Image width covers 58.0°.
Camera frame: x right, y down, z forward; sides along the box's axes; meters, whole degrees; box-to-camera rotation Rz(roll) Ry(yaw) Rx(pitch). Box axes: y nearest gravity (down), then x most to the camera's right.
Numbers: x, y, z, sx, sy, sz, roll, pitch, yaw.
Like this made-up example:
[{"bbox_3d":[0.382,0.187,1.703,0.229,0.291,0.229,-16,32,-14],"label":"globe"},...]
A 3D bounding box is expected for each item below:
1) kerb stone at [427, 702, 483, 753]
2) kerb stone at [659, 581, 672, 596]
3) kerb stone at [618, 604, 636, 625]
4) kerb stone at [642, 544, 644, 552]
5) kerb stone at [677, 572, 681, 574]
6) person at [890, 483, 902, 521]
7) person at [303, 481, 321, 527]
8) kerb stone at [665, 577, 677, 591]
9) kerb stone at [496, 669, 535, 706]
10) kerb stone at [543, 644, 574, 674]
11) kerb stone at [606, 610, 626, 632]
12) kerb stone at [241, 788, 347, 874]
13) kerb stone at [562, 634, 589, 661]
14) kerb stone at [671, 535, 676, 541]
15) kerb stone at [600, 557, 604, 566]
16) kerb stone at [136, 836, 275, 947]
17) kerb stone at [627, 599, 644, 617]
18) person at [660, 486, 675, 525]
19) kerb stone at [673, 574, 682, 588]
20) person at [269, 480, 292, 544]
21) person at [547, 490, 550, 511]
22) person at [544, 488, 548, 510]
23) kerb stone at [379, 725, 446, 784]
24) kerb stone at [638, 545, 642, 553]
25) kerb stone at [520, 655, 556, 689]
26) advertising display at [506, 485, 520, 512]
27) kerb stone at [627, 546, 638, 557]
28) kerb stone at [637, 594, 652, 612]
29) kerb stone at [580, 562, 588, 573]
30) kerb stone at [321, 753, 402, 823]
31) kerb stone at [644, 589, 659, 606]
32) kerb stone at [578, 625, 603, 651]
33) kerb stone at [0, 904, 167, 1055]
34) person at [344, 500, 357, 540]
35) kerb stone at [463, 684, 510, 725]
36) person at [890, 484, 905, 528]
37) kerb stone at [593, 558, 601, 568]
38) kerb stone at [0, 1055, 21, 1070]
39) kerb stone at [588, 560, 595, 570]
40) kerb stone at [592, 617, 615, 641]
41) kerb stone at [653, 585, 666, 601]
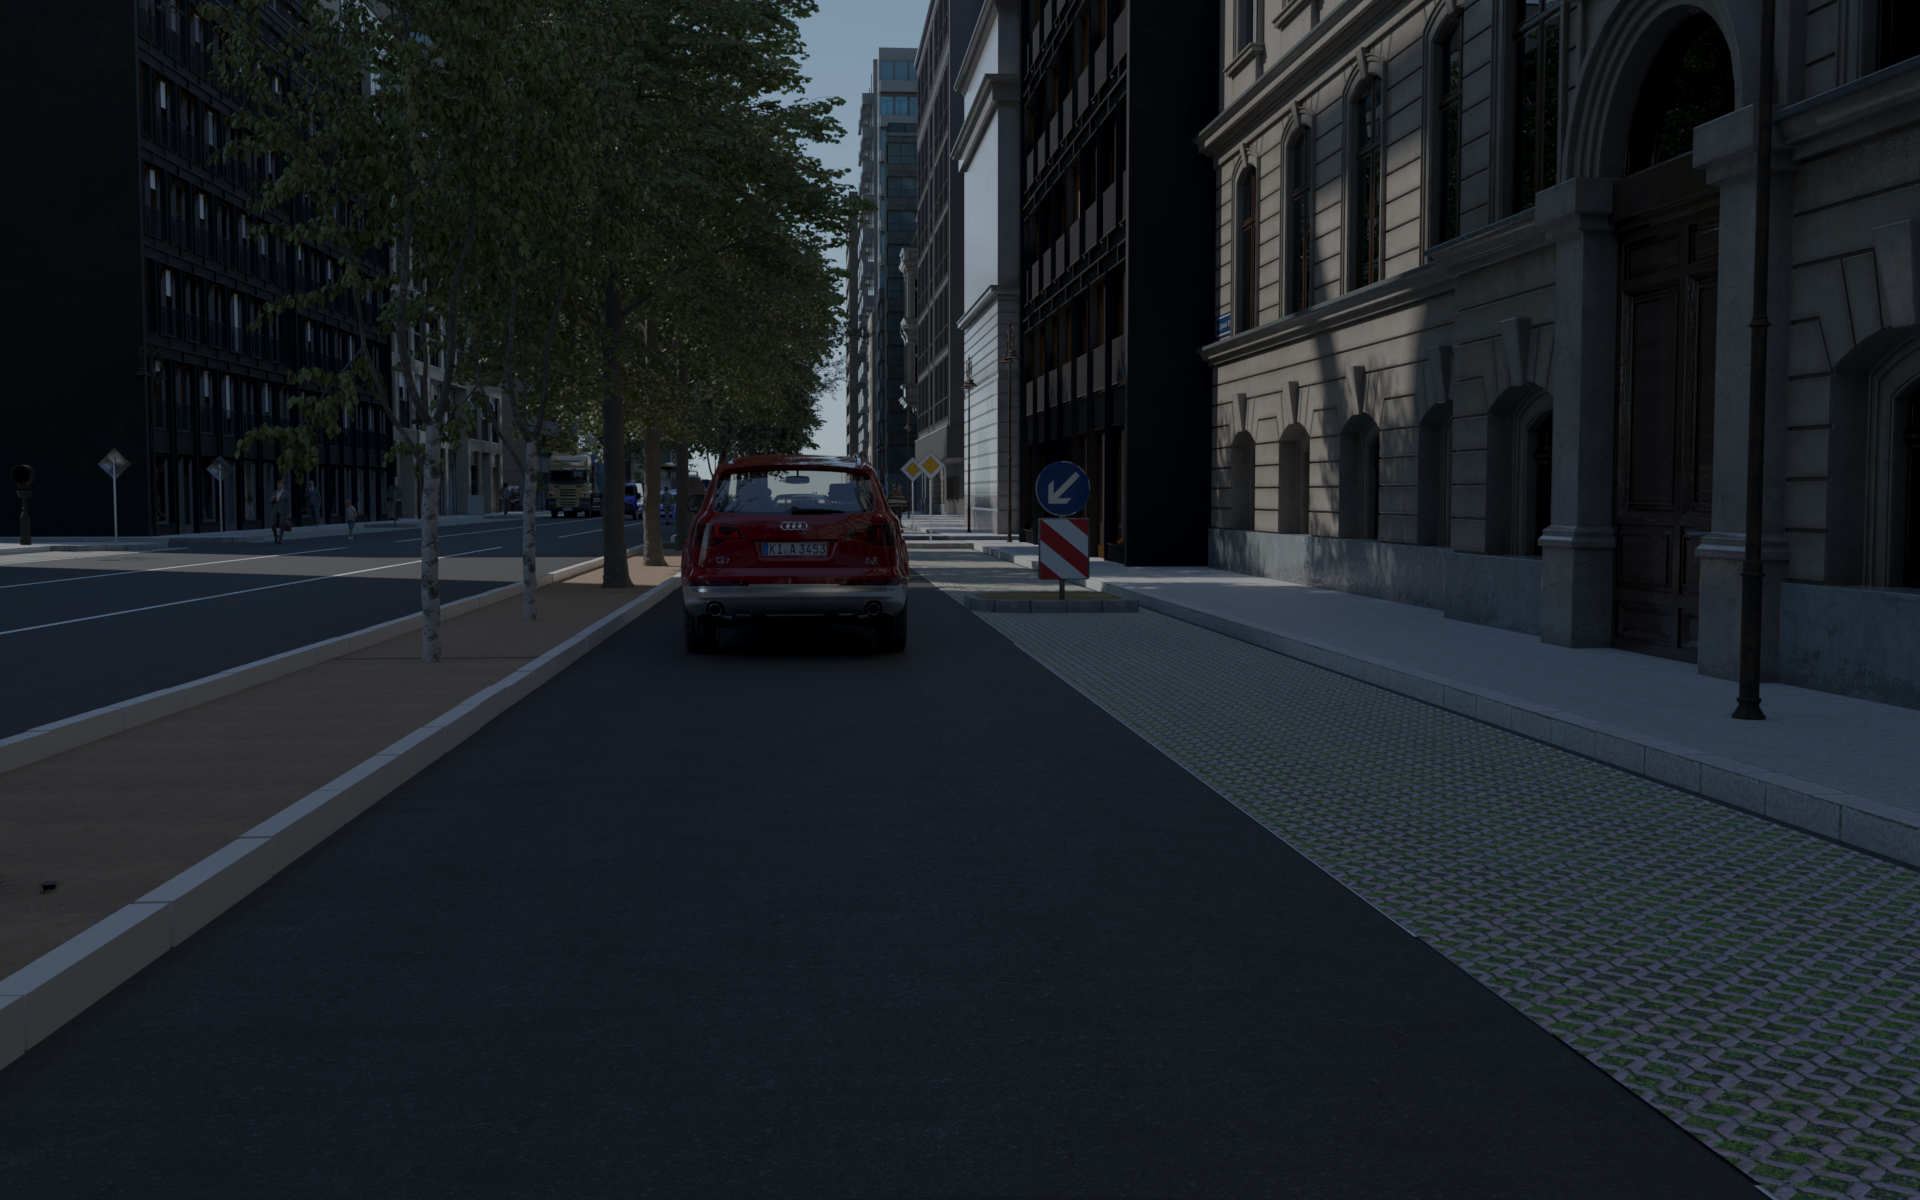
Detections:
[{"bbox_3d":[-2.944,0.742,10.062,0.120,0.150,1.000,0,4,-5],"label":"kerb stone"},{"bbox_3d":[-4.184,-0.132,24.361,0.120,0.150,1.000,0,4,-5],"label":"kerb stone"},{"bbox_3d":[-3.742,0.181,19.247,0.120,0.150,1.000,0,4,-5],"label":"kerb stone"},{"bbox_3d":[-7.883,-1.246,42.566,0.120,0.150,1.000,0,4,-5],"label":"kerb stone"},{"bbox_3d":[-4.456,-0.318,27.428,0.120,0.150,1.000,0,4,-5],"label":"kerb stone"},{"bbox_3d":[-2.313,-3.385,63.751,0.656,1.842,0.836,0,4,6],"label":"person"},{"bbox_3d":[-25.505,-3.788,68.160,0.661,1.801,0.590,-1,4,-10],"label":"person"},{"bbox_3d":[-4.289,-0.195,25.388,0.120,0.150,1.000,0,4,-5],"label":"kerb stone"},{"bbox_3d":[-3.129,0.628,12.099,0.120,0.150,1.000,0,4,-5],"label":"kerb stone"},{"bbox_3d":[-3.301,0.494,14.137,0.120,0.150,1.000,0,4,-5],"label":"kerb stone"},{"bbox_3d":[-3.657,0.243,18.224,0.120,0.150,1.000,0,4,-5],"label":"kerb stone"},{"bbox_3d":[-2.682,0.930,6.994,0.120,0.150,1.000,0,4,-5],"label":"kerb stone"},{"bbox_3d":[-3.394,0.438,15.157,0.120,0.150,1.000,0,4,-5],"label":"kerb stone"},{"bbox_3d":[-8.901,-1.963,54.344,0.120,0.150,1.000,0,4,-5],"label":"kerb stone"},{"bbox_3d":[-7.169,-0.746,34.394,0.120,0.150,1.000,0,4,-5],"label":"kerb stone"},{"bbox_3d":[-2.587,0.995,5.968,0.120,0.150,1.000,0,4,-5],"label":"kerb stone"},{"bbox_3d":[-3.834,0.118,20.267,0.120,0.150,1.000,0,4,-5],"label":"kerb stone"},{"bbox_3d":[-13.601,-4.377,80.332,0.678,1.792,0.850,-2,4,-31],"label":"person"},{"bbox_3d":[-4.363,-0.258,26.407,0.120,0.150,1.000,0,4,-5],"label":"kerb stone"},{"bbox_3d":[-19.472,-2.517,49.610,0.622,1.834,0.822,-1,4,-13],"label":"person"},{"bbox_3d":[-31.195,-7.654,131.971,0.721,1.735,1.217,0,4,-4],"label":"person"},{"bbox_3d":[-32.051,-7.871,135.264,0.750,1.759,0.617,-2,4,-24],"label":"person"},{"bbox_3d":[-2.860,0.805,9.034,0.120,0.150,1.000,0,4,-5],"label":"kerb stone"},{"bbox_3d":[-7.787,-1.179,41.541,0.120,0.150,1.000,0,4,-5],"label":"kerb stone"},{"bbox_3d":[-3.212,0.558,13.118,0.120,0.150,1.000,0,4,-5],"label":"kerb stone"},{"bbox_3d":[-32.600,-7.402,126.232,0.974,1.923,0.123,-2,4,-31],"label":"advertising display"},{"bbox_3d":[-7.705,-1.121,40.519,0.120,0.150,1.000,0,4,-5],"label":"kerb stone"},{"bbox_3d":[-3.921,0.062,21.290,0.120,0.150,1.000,0,4,-5],"label":"kerb stone"},{"bbox_3d":[-6.909,-0.559,31.335,0.120,0.150,1.000,0,4,-5],"label":"kerb stone"},{"bbox_3d":[-2.772,0.869,8.015,0.120,0.150,1.000,0,4,-5],"label":"kerb stone"},{"bbox_3d":[-4.012,-0.007,22.311,0.120,0.150,1.000,0,4,-5],"label":"kerb stone"},{"bbox_3d":[-3.480,0.369,16.184,0.120,0.150,1.000,0,4,-5],"label":"kerb stone"},{"bbox_3d":[-2.504,1.059,4.948,0.120,0.150,1.000,0,4,-5],"label":"kerb stone"},{"bbox_3d":[-19.176,-2.528,54.519,0.352,1.250,0.332,-2,4,-29],"label":"person"},{"bbox_3d":[-3.044,0.681,11.080,0.120,0.150,1.000,0,4,-5],"label":"kerb stone"},{"bbox_3d":[-2.596,-3.935,72.637,0.655,1.846,0.447,-2,4,-34],"label":"person"},{"bbox_3d":[-7.080,-0.678,33.376,0.120,0.150,1.000,0,4,-5],"label":"kerb stone"},{"bbox_3d":[-2.413,1.117,3.930,0.120,0.150,1.000,0,4,-5],"label":"kerb stone"},{"bbox_3d":[-6.995,-0.621,32.355,0.120,0.150,1.000,0,4,-5],"label":"kerb stone"},{"bbox_3d":[-3.568,0.305,17.206,0.120,0.150,1.000,0,4,-5],"label":"kerb stone"},{"bbox_3d":[-4.099,-0.070,23.343,0.120,0.150,1.000,0,4,-5],"label":"kerb stone"}]
